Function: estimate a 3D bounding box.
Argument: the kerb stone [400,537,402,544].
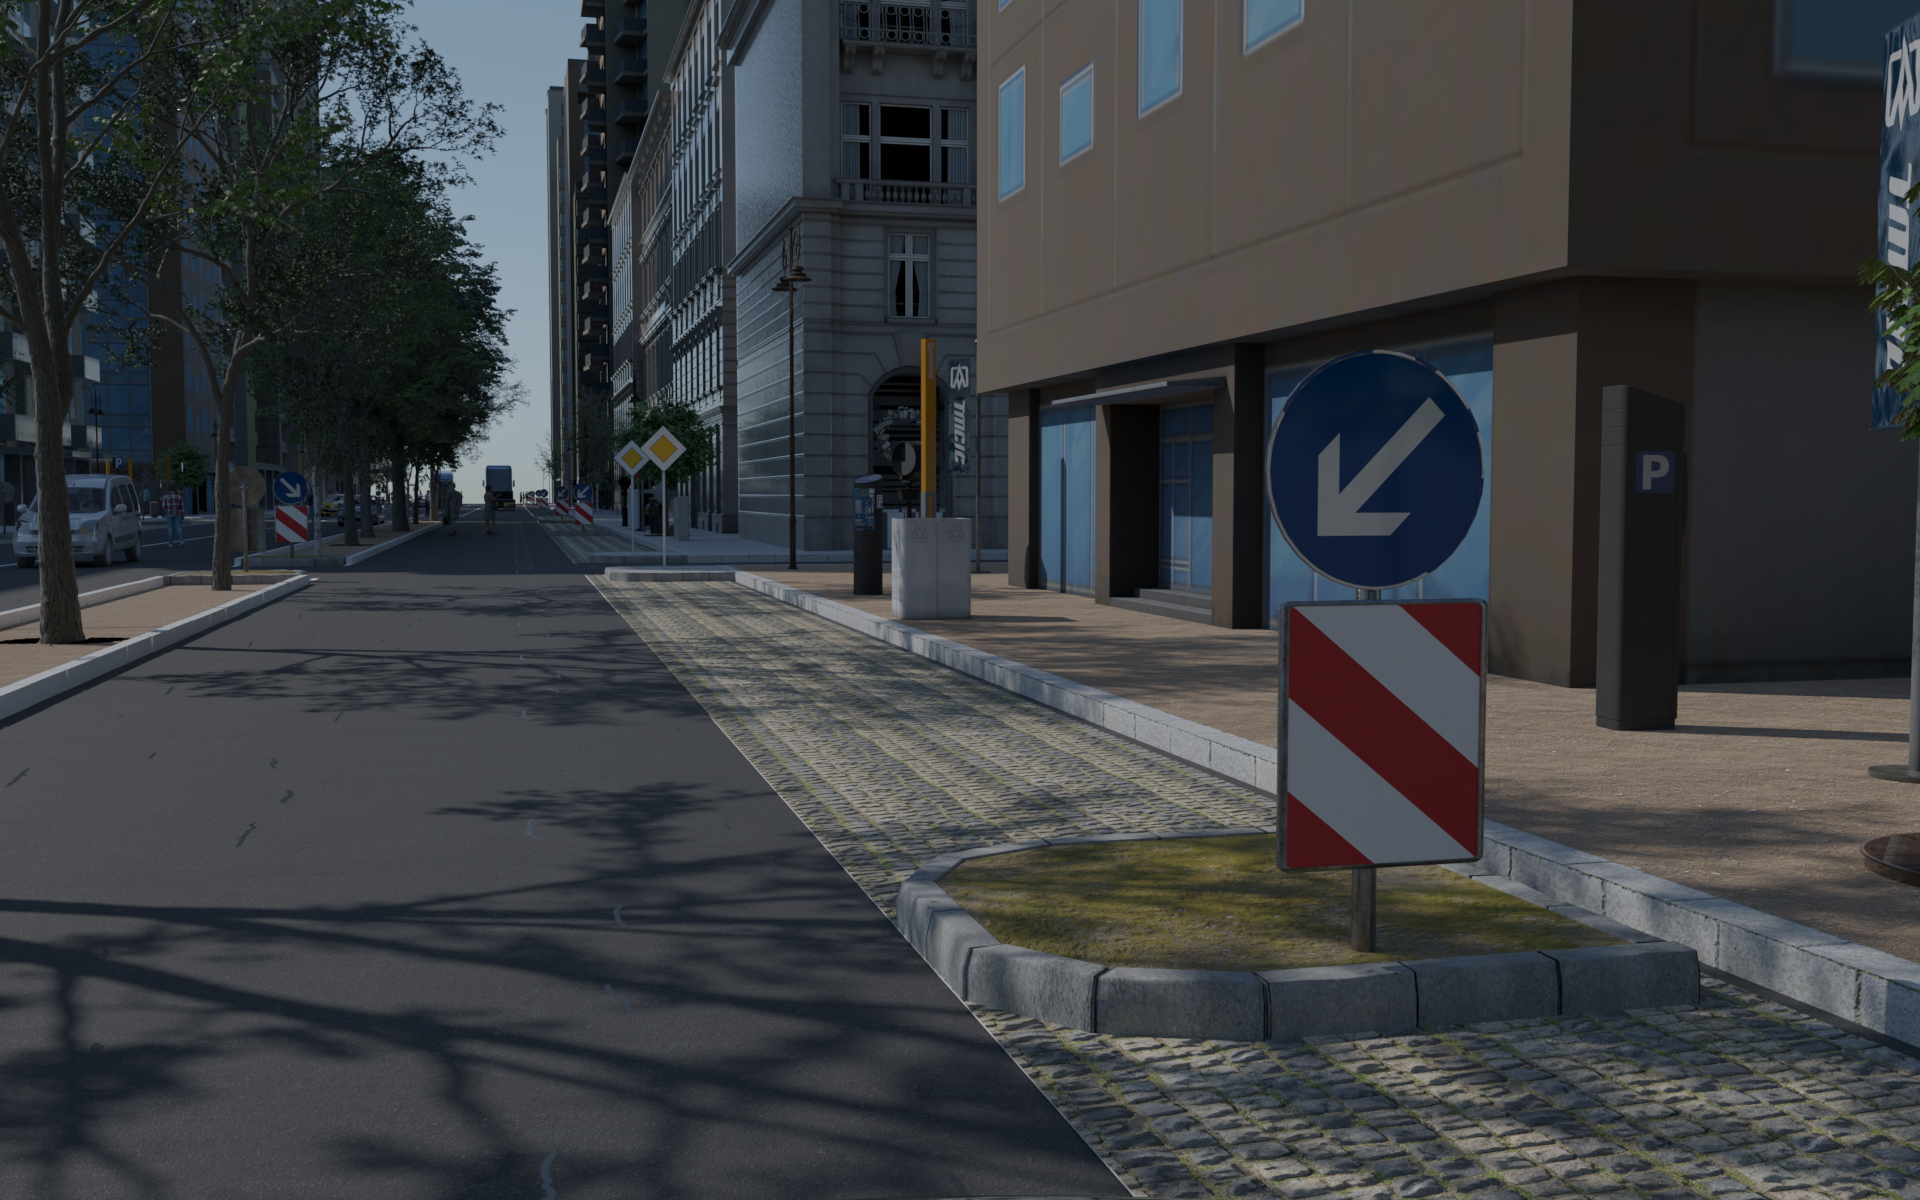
[{"bbox_3d":[-16.088,-1.667,49.453,0.120,0.150,1.000,-1,4,-14],"label":"kerb stone"}]

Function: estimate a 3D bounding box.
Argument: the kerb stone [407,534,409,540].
[{"bbox_3d":[-16.851,-1.849,52.427,0.120,0.150,1.000,-1,4,-14],"label":"kerb stone"}]

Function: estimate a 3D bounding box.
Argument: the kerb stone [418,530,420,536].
[{"bbox_3d":[-18.380,-2.213,58.372,0.120,0.150,1.000,-1,4,-14],"label":"kerb stone"}]

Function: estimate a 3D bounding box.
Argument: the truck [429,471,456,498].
[{"bbox_3d":[-61.317,-13.277,206.844,2.967,4.110,18.799,-1,4,-13],"label":"truck"}]

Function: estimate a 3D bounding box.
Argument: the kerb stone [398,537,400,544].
[{"bbox_3d":[-15.831,-1.607,48.464,0.120,0.150,1.000,-1,4,-14],"label":"kerb stone"}]

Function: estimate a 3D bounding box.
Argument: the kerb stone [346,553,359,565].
[{"bbox_3d":[-12.494,-0.817,35.553,0.120,0.150,1.000,-1,4,-14],"label":"kerb stone"}]

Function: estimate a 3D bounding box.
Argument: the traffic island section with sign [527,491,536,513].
[{"bbox_3d":[-32.309,-7.671,134.052,1.989,1.847,2.006,-1,4,-14],"label":"traffic island section with sign"}]

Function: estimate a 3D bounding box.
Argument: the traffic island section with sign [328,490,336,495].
[{"bbox_3d":[-56.323,-8.976,155.378,1.989,1.847,2.006,-1,4,-14],"label":"traffic island section with sign"}]

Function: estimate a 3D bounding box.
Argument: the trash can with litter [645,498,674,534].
[{"bbox_3d":[-9.516,-2.704,55.601,1.055,1.170,0.624,-2,4,-31],"label":"trash can with litter"}]

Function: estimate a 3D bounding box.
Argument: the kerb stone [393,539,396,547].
[{"bbox_3d":[-15.308,-1.484,46.477,0.120,0.150,1.000,-1,4,-14],"label":"kerb stone"}]

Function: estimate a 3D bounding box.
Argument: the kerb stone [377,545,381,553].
[{"bbox_3d":[-14.034,-1.182,41.514,0.120,0.150,1.000,-1,4,-14],"label":"kerb stone"}]

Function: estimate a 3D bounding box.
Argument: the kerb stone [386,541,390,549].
[{"bbox_3d":[-14.804,-1.363,44.491,0.120,0.150,1.000,-1,4,-14],"label":"kerb stone"}]

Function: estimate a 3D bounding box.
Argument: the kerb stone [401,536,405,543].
[{"bbox_3d":[-16.336,-1.727,50.445,0.120,0.150,1.000,-1,4,-14],"label":"kerb stone"}]

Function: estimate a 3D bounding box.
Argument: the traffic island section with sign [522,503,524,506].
[{"bbox_3d":[-52.845,-12.538,213.624,1.989,1.847,2.006,-1,4,-14],"label":"traffic island section with sign"}]

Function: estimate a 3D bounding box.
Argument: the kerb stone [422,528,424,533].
[{"bbox_3d":[-19.153,-2.394,61.354,0.120,0.150,1.000,-1,4,-14],"label":"kerb stone"}]

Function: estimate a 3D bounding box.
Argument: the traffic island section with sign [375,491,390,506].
[{"bbox_3d":[-70.256,-12.278,209.368,1.989,1.847,2.006,-1,4,-14],"label":"traffic island section with sign"}]

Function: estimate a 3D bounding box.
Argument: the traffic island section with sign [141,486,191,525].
[{"bbox_3d":[-37.129,-4.425,80.984,1.989,1.847,2.006,-1,4,-14],"label":"traffic island section with sign"}]

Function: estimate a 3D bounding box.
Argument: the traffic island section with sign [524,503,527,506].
[{"bbox_3d":[-39.050,-9.268,160.154,1.989,1.847,2.006,-1,4,-14],"label":"traffic island section with sign"}]

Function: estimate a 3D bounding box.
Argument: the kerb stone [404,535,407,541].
[{"bbox_3d":[-16.599,-1.788,51.434,0.120,0.150,1.000,-1,4,-14],"label":"kerb stone"}]

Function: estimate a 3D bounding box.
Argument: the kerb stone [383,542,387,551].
[{"bbox_3d":[-14.551,-1.303,43.500,0.120,0.150,1.000,-1,4,-14],"label":"kerb stone"}]

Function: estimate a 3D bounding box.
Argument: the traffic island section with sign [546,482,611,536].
[{"bbox_3d":[-13.040,-3.101,59.332,1.989,1.847,2.006,-1,4,-14],"label":"traffic island section with sign"}]

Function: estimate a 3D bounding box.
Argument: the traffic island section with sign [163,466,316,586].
[{"bbox_3d":[-11.670,-1.217,28.037,2.006,1.907,1.989,-1,4,-14],"label":"traffic island section with sign"}]

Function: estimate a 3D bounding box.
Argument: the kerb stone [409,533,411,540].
[{"bbox_3d":[-17.109,-1.909,53.417,0.120,0.150,1.000,-1,4,-14],"label":"kerb stone"}]

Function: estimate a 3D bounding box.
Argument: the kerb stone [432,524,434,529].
[{"bbox_3d":[-20.934,-2.819,68.287,0.120,0.150,1.000,-1,4,-14],"label":"kerb stone"}]

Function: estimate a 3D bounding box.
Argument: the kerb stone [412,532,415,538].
[{"bbox_3d":[-17.610,-2.030,55.404,0.120,0.150,1.000,-1,4,-14],"label":"kerb stone"}]

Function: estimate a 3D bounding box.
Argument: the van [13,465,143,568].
[{"bbox_3d":[-17.894,-1.725,35.220,2.013,2.044,4.112,-1,4,-14],"label":"van"}]

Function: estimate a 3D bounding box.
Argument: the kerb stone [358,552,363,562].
[{"bbox_3d":[-12.756,-0.874,36.548,0.120,0.150,1.000,-1,4,-14],"label":"kerb stone"}]

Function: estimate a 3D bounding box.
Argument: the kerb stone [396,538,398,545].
[{"bbox_3d":[-15.567,-1.544,47.472,0.120,0.150,1.000,-1,4,-14],"label":"kerb stone"}]

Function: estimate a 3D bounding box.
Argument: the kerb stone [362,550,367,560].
[{"bbox_3d":[-13.013,-0.935,37.544,0.120,0.150,1.000,-1,4,-14],"label":"kerb stone"}]

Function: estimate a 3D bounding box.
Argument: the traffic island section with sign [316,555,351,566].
[{"bbox_3d":[-13.512,-1.656,35.212,2.006,1.907,1.989,-1,4,-14],"label":"traffic island section with sign"}]

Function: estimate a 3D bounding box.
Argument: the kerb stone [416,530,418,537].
[{"bbox_3d":[-18.128,-2.152,57.381,0.120,0.150,1.000,-1,4,-14],"label":"kerb stone"}]

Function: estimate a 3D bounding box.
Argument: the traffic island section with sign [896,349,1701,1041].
[{"bbox_3d":[0.859,0.191,5.500,1.989,1.847,2.006,-1,4,-14],"label":"traffic island section with sign"}]

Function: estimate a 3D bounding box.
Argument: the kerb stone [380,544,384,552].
[{"bbox_3d":[-14.293,-1.242,42.505,0.120,0.150,1.000,-1,4,-14],"label":"kerb stone"}]

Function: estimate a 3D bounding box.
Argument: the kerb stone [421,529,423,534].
[{"bbox_3d":[-18.893,-2.331,60.366,0.120,0.150,1.000,-1,4,-14],"label":"kerb stone"}]

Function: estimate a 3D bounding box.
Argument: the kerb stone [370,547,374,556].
[{"bbox_3d":[-13.524,-1.057,39.525,0.120,0.150,1.000,-1,4,-14],"label":"kerb stone"}]

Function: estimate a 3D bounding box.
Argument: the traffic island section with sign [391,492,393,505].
[{"bbox_3d":[-77.042,-13.884,235.636,1.989,1.847,2.006,-1,4,-14],"label":"traffic island section with sign"}]

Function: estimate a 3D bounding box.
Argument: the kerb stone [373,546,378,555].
[{"bbox_3d":[-13.775,-1.121,40.526,0.120,0.150,1.000,-1,4,-14],"label":"kerb stone"}]

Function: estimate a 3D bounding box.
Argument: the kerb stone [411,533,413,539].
[{"bbox_3d":[-17.355,-1.970,54.409,0.120,0.150,1.000,-1,4,-14],"label":"kerb stone"}]

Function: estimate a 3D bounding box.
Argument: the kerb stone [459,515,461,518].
[{"bbox_3d":[-30.930,-5.187,106.997,0.120,0.150,1.000,-1,4,-14],"label":"kerb stone"}]

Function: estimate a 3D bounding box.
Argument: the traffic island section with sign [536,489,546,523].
[{"bbox_3d":[-19.764,-4.698,85.438,1.989,1.847,2.006,-1,4,-14],"label":"traffic island section with sign"}]

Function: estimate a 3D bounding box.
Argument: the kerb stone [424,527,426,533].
[{"bbox_3d":[-19.410,-2.456,62.344,0.120,0.150,1.000,-1,4,-14],"label":"kerb stone"}]

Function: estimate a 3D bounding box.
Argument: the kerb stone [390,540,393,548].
[{"bbox_3d":[-15.061,-1.424,45.480,0.120,0.150,1.000,-1,4,-14],"label":"kerb stone"}]

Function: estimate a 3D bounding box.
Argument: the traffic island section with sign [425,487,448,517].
[{"bbox_3d":[-32.297,-6.106,107.974,2.006,1.907,1.989,-1,4,-14],"label":"traffic island section with sign"}]

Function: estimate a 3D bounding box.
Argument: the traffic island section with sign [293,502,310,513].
[{"bbox_3d":[-49.588,-7.379,129.275,1.989,1.847,2.006,-1,4,-14],"label":"traffic island section with sign"}]

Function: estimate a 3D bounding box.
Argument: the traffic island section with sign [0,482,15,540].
[{"bbox_3d":[-30.387,-2.829,54.882,1.989,1.847,2.006,-1,4,-14],"label":"traffic island section with sign"}]

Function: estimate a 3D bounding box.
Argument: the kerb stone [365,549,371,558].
[{"bbox_3d":[-13.268,-0.994,38.534,0.120,0.150,1.000,-1,4,-14],"label":"kerb stone"}]

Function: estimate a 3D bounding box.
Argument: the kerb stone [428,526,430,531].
[{"bbox_3d":[-20.177,-2.637,65.316,0.120,0.150,1.000,-1,4,-14],"label":"kerb stone"}]

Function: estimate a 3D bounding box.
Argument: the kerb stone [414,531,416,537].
[{"bbox_3d":[-17.872,-2.092,56.392,0.120,0.150,1.000,-1,4,-14],"label":"kerb stone"}]
